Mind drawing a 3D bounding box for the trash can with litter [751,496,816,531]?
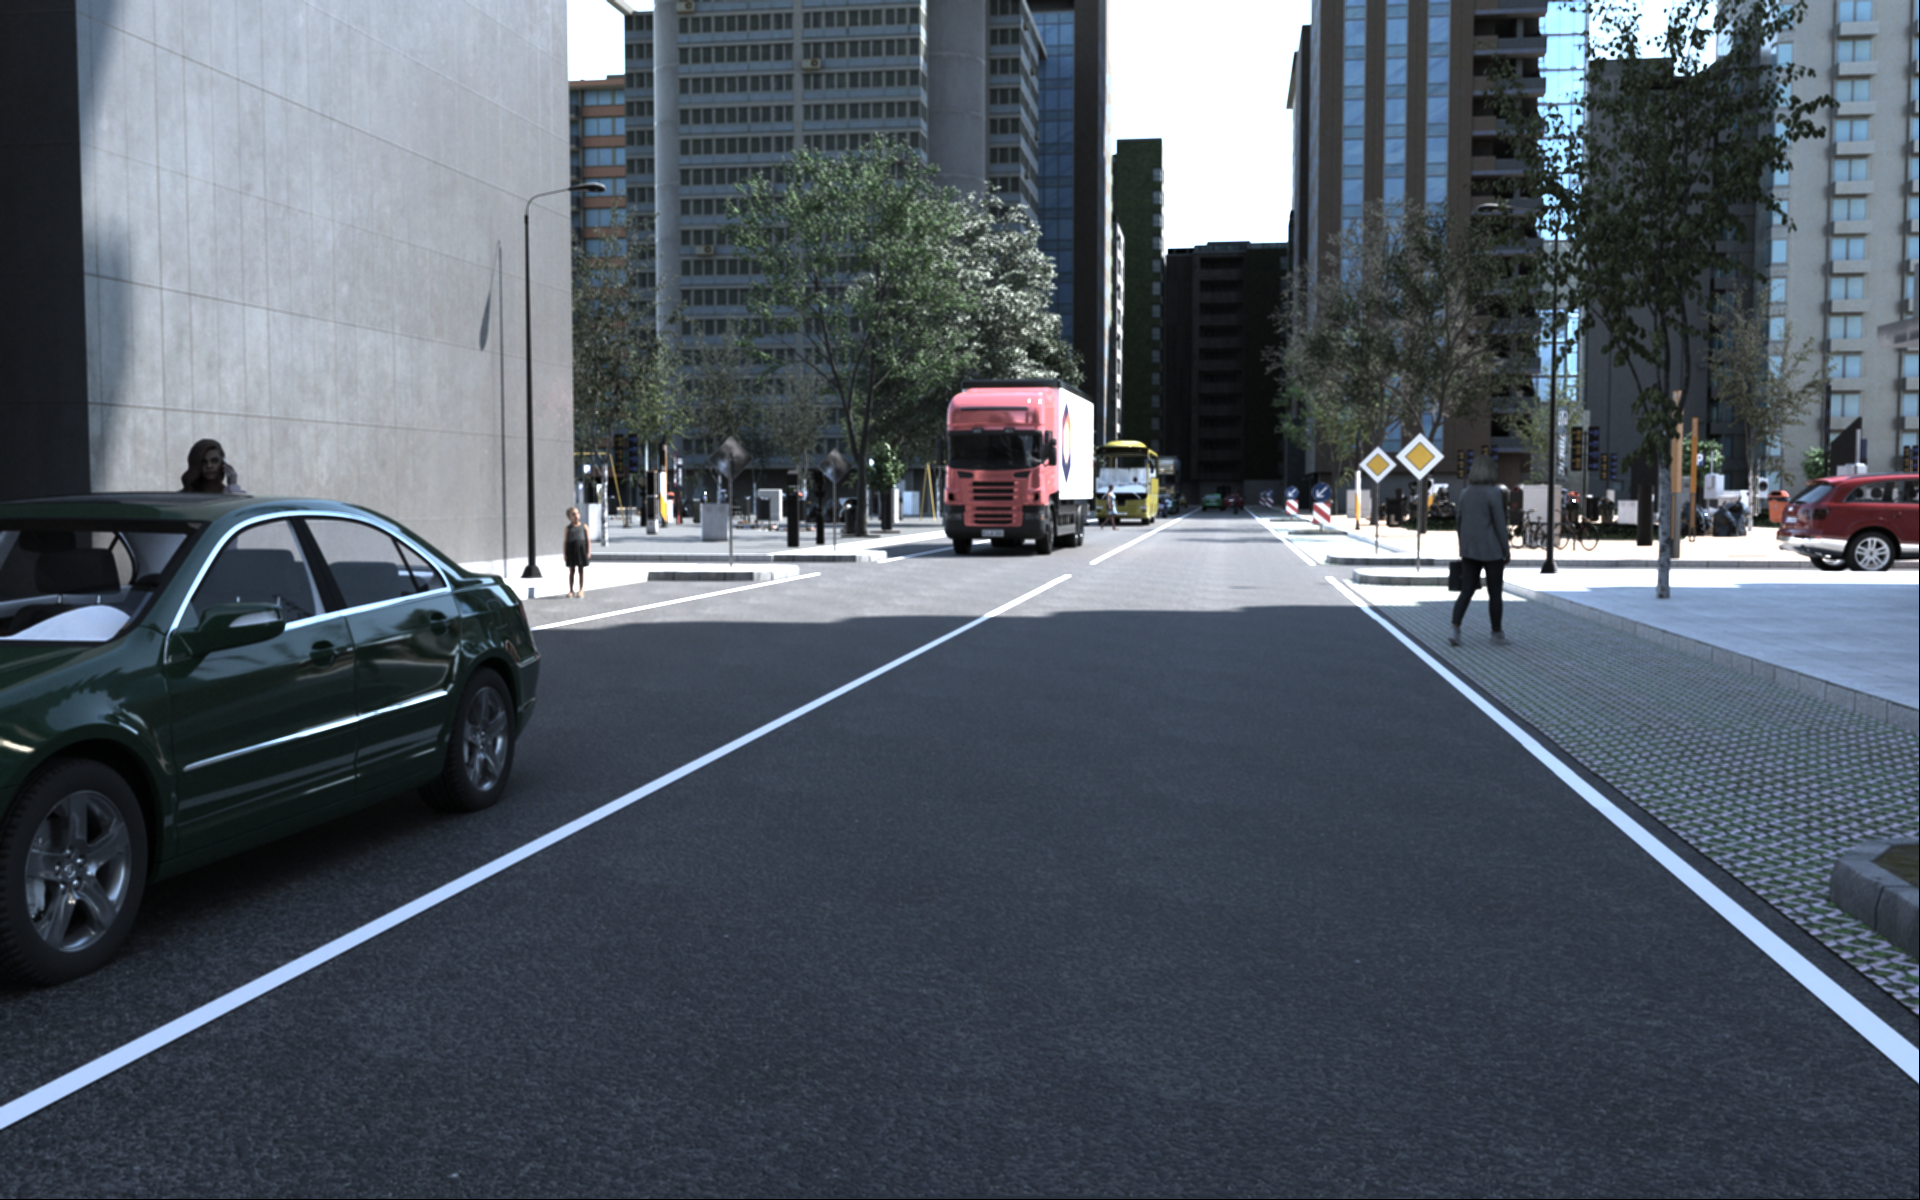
[{"bbox_3d":[-5.975,-3.023,60.481,2.233,1.210,1.678,0,4,2],"label":"trash can with litter"}]

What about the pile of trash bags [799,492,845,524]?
[{"bbox_3d":[-6.136,-4.070,76.301,1.912,1.369,3.447,3,5,44],"label":"pile of trash bags"}]

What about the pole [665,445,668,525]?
[{"bbox_3d":[-12.267,-4.775,71.906,0.158,3.312,0.155,0,3,0],"label":"pole"}]

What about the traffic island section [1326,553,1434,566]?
[{"bbox_3d":[8.695,-0.844,36.076,2.009,0.180,2.903,1,4,9],"label":"traffic island section"}]

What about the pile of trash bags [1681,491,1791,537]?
[{"bbox_3d":[23.283,-2.594,52.169,1.912,1.369,3.447,-3,4,-37],"label":"pile of trash bags"}]

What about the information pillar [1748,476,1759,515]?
[{"bbox_3d":[32.720,-4.094,71.435,0.304,2.012,0.304,3,5,45],"label":"information pillar"}]

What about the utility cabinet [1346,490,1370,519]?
[{"bbox_3d":[20.589,-4.944,89.518,1.173,1.500,0.318,1,4,9],"label":"utility cabinet"}]

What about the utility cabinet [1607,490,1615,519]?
[{"bbox_3d":[33.047,-4.849,87.963,0.318,1.500,1.173,1,4,16],"label":"utility cabinet"}]

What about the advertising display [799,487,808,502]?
[{"bbox_3d":[-10.448,-6.655,114.030,0.974,1.923,0.123,-2,4,-28],"label":"advertising display"}]

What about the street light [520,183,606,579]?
[{"bbox_3d":[-5.983,-3.276,26.110,1.470,5.913,1.316,1,4,9],"label":"street light"}]

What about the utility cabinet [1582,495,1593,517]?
[{"bbox_3d":[35.803,-5.365,98.878,0.306,1.237,1.020,2,4,35],"label":"utility cabinet"}]

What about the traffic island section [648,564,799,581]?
[{"bbox_3d":[-3.981,-0.469,29.956,2.009,0.180,2.903,1,4,9],"label":"traffic island section"}]

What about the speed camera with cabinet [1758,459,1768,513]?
[{"bbox_3d":[44.979,-6.384,98.713,2.038,3.252,0.660,-1,4,-10],"label":"speed camera with cabinet"}]

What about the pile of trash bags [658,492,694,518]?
[{"bbox_3d":[-15.804,-5.248,95.550,1.912,1.369,3.447,-1,4,-17],"label":"pile of trash bags"}]

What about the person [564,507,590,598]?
[{"bbox_3d":[-5.309,-0.663,24.010,0.362,1.253,0.373,0,4,-5],"label":"person"}]

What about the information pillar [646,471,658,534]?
[{"bbox_3d":[-9.823,-3.103,55.227,0.304,2.012,0.304,0,4,5],"label":"information pillar"}]

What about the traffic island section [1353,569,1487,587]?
[{"bbox_3d":[7.474,-0.361,28.185,2.009,0.180,2.903,1,4,9],"label":"traffic island section"}]

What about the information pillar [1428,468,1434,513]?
[{"bbox_3d":[25.284,-6.244,93.446,0.504,3.616,0.183,0,4,1],"label":"information pillar"}]

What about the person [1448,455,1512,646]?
[{"bbox_3d":[4.850,-0.468,16.334,0.728,1.800,0.709,-2,4,-31],"label":"person"}]

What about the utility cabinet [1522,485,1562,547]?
[{"bbox_3d":[14.125,-2.039,42.020,0.318,1.500,1.173,-1,4,-15],"label":"utility cabinet"}]

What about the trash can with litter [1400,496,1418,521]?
[{"bbox_3d":[18.670,-3.708,72.008,1.055,1.170,0.624,1,4,13],"label":"trash can with litter"}]

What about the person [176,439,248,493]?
[{"bbox_3d":[-4.448,-0.066,10.162,0.593,1.750,0.643,-1,4,-14],"label":"person"}]

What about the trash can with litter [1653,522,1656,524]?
[{"bbox_3d":[26.770,-3.414,66.874,1.678,1.210,2.233,2,4,34],"label":"trash can with litter"}]

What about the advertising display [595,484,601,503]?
[{"bbox_3d":[-22.314,-6.227,107.024,0.123,1.923,0.974,0,4,8],"label":"advertising display"}]

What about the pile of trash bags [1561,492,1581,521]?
[{"bbox_3d":[26.326,-4.116,77.056,3.447,1.369,1.912,-2,4,-32],"label":"pile of trash bags"}]

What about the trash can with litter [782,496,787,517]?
[{"bbox_3d":[-9.619,-5.279,97.698,1.055,1.170,0.624,1,4,11],"label":"trash can with litter"}]

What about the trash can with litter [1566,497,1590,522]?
[{"bbox_3d":[25.426,-3.652,71.104,1.055,1.170,0.624,2,4,26],"label":"trash can with litter"}]

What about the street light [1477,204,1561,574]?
[{"bbox_3d":[8.971,-3.381,27.827,1.470,5.913,1.316,1,4,9],"label":"street light"}]

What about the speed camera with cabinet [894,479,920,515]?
[{"bbox_3d":[-3.306,-6.798,105.480,0.660,3.252,2.038,-3,5,-41],"label":"speed camera with cabinet"}]

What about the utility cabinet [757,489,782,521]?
[{"bbox_3d":[-9.015,-4.484,81.999,1.173,1.500,0.318,1,4,20],"label":"utility cabinet"}]

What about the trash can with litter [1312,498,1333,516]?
[{"bbox_3d":[20.262,-5.226,96.831,1.055,1.170,0.624,0,4,-7],"label":"trash can with litter"}]

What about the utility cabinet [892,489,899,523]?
[{"bbox_3d":[-2.968,-4.171,76.876,0.318,1.500,1.173,0,4,7],"label":"utility cabinet"}]

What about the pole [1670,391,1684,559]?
[{"bbox_3d":[14.160,-2.471,34.243,0.158,3.312,0.155,0,3,0],"label":"pole"}]

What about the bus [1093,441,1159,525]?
[{"bbox_3d":[8.087,-5.616,83.361,2.896,3.916,12.252,1,4,8],"label":"bus"}]

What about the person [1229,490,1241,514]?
[{"bbox_3d":[19.674,-7.016,123.927,0.721,1.743,1.217,-2,4,-32],"label":"person"}]

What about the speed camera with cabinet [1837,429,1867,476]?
[{"bbox_3d":[27.918,-3.607,53.305,2.038,3.252,0.660,-2,4,-24],"label":"speed camera with cabinet"}]

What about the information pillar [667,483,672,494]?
[{"bbox_3d":[-18.645,-6.508,110.902,0.304,2.012,0.304,1,4,10],"label":"information pillar"}]

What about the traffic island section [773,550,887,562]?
[{"bbox_3d":[-2.759,-0.952,37.848,2.009,0.180,2.903,1,4,9],"label":"traffic island section"}]

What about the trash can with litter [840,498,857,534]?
[{"bbox_3d":[-3.542,-2.667,54.988,0.624,1.170,1.055,-2,4,-25],"label":"trash can with litter"}]

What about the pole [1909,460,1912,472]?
[{"bbox_3d":[56.831,-6.719,103.693,0.158,3.312,0.155,0,3,0],"label":"pole"}]

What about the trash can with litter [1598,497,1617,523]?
[{"bbox_3d":[27.572,-3.783,73.236,1.055,1.170,0.624,0,4,-5],"label":"trash can with litter"}]

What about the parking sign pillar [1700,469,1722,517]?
[{"bbox_3d":[41.340,-6.541,95.415,1.447,3.967,1.447,-2,4,-26],"label":"parking sign pillar"}]

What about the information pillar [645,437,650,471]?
[{"bbox_3d":[-12.871,-4.900,71.463,0.183,3.616,0.504,-1,4,-23],"label":"information pillar"}]

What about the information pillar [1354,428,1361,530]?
[{"bbox_3d":[14.148,-4.295,61.581,0.183,3.616,0.504,1,4,22],"label":"information pillar"}]

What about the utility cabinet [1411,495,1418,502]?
[{"bbox_3d":[26.549,-5.512,101.287,0.306,1.237,1.020,0,4,8],"label":"utility cabinet"}]

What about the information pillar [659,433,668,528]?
[{"bbox_3d":[-11.393,-4.586,66.336,0.183,3.616,0.504,1,4,12],"label":"information pillar"}]

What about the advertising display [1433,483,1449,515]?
[{"bbox_3d":[28.408,-5.942,102.365,0.974,1.923,0.123,0,4,-7],"label":"advertising display"}]

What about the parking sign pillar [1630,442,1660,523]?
[{"bbox_3d":[30.514,-5.412,76.952,1.447,3.967,1.447,-3,4,-38],"label":"parking sign pillar"}]

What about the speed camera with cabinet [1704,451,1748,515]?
[{"bbox_3d":[34.700,-5.142,78.403,0.660,3.252,2.038,-2,4,-25],"label":"speed camera with cabinet"}]

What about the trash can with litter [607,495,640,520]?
[{"bbox_3d":[-17.237,-4.653,87.128,2.233,1.210,1.678,1,4,14],"label":"trash can with litter"}]

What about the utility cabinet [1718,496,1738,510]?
[{"bbox_3d":[28.282,-3.221,63.825,0.306,1.237,1.020,0,4,-1],"label":"utility cabinet"}]

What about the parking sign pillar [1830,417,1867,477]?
[{"bbox_3d":[31.412,-4.452,61.269,1.447,3.967,1.447,-1,4,-15],"label":"parking sign pillar"}]

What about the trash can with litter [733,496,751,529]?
[{"bbox_3d":[-7.590,-3.236,63.967,2.233,1.210,1.678,1,4,16],"label":"trash can with litter"}]

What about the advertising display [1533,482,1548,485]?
[{"bbox_3d":[30.874,-5.293,91.752,0.974,1.923,0.123,0,4,7],"label":"advertising display"}]

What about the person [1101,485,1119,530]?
[{"bbox_3d":[5.986,-3.713,69.309,0.778,1.811,0.616,1,4,23],"label":"person"}]
